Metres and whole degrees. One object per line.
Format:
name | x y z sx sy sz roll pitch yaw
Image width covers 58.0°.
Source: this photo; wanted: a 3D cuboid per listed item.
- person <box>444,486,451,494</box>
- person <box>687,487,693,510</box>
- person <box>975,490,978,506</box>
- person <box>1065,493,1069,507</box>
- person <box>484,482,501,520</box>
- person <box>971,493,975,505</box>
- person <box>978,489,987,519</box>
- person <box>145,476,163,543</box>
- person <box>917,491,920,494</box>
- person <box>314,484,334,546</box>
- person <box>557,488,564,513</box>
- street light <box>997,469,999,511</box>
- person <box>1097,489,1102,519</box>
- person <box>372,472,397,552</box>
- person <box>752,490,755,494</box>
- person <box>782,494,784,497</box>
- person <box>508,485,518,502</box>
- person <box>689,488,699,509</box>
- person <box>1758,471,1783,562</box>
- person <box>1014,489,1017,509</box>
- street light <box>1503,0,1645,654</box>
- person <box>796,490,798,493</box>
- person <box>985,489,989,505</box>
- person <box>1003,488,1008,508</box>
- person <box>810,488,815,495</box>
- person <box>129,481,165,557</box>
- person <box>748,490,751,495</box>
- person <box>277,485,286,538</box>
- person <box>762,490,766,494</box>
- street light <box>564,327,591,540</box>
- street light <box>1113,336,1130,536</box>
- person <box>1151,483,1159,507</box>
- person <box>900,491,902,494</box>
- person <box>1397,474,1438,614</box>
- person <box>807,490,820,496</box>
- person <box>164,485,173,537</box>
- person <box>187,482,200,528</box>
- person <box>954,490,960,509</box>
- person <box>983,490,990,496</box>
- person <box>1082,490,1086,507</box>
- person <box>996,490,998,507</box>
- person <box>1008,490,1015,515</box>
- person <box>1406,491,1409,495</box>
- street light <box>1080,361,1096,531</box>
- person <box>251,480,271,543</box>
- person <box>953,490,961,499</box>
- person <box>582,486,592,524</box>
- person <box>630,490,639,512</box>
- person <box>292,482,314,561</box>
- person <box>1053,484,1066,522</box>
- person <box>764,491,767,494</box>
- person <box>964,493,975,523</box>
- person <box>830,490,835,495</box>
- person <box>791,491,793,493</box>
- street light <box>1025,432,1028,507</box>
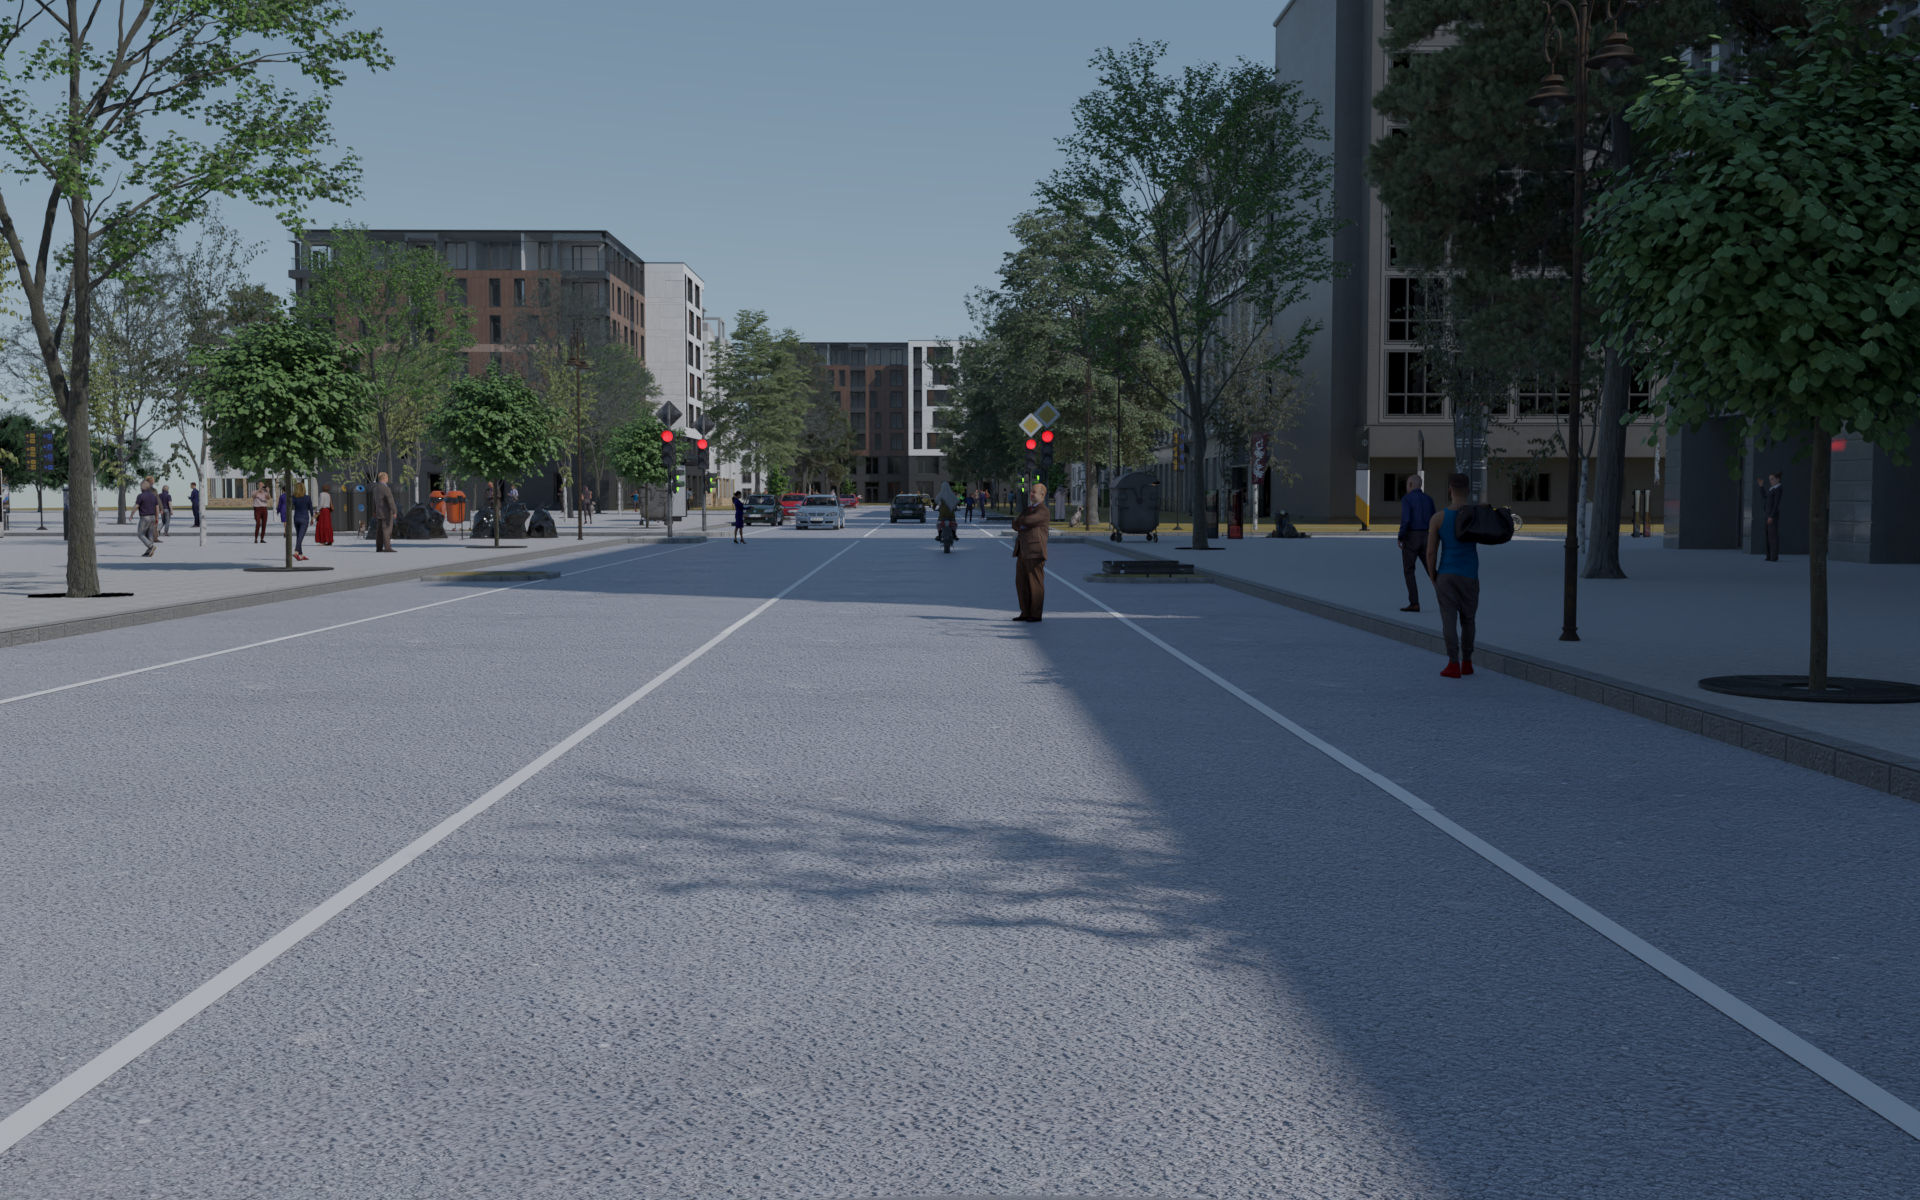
person | -28.636 -5.563 97.441 0.568 1.767 0.683 2 4 31
person | -21.664 -8.030 137.315 1.348 1.826 0.705 2 4 31
person | 1.898 -11.040 187.081 0.617 1.759 0.750 -3 5 -41
person | 10.526 -10.427 176.654 1.348 1.807 0.705 -2 4 -25
person | -16.590 -3.354 61.564 0.565 1.739 0.600 -2 4 -29
person | 1.475 -11.952 204.714 1.065 1.426 0.557 2 4 31
person | 1.240 -5.587 100.556 0.504 1.737 0.576 1 4 15
person | -21.320 -2.392 45.703 0.990 1.755 0.434 2 4 35
person | -4.700 -11.468 196.094 1.348 1.812 0.705 -2 4 -32
person | -15.728 -2.100 42.849 0.387 1.526 0.523 1 4 16
person | -27.591 -6.924 119.936 0.565 1.739 0.600 2 4 27
street light | 2.943 -9.813 133.222 0.468 5.910 1.993 0 4 -1
person | 6.777 -4.960 87.008 0.709 1.838 0.599 0 4 -4
person | -12.651 -1.930 38.147 0.434 1.755 0.990 -3 5 -43
person | -24.835 -12.468 209.828 1.348 1.831 0.705 0 4 -7
person | -18.521 -10.690 180.836 1.348 1.823 0.705 -1 4 -18
person | -28.766 -6.441 111.215 0.709 1.838 0.599 2 4 27
person | -22.614 -8.520 145.346 1.348 1.824 0.705 -1 4 -12
person | 15.424 -1.607 33.116 0.445 1.727 0.742 -1 4 -21
person | 4.768 -8.521 145.907 0.434 1.755 0.990 2 4 35
street light | 5.340 -2.581 14.994 0.468 5.910 1.993 0 4 -1
person | -17.994 -11.310 191.777 1.217 1.723 0.721 -1 4 -18
person | 3.059 -11.931 201.054 0.705 1.831 1.348 -1 4 -15
person | 4.239 -9.531 161.873 0.705 1.824 1.348 -1 4 -22
person | -13.426 -9.229 156.894 0.705 1.831 1.348 -2 4 -29
person | -16.626 -1.656 35.323 0.569 1.553 0.471 -2 4 -31
person | -21.540 -10.487 178.223 0.721 1.735 1.217 1 4 10
person | -19.810 -2.584 50.663 0.546 1.535 0.453 1 4 23
person | -18.811 -9.867 167.468 1.348 1.812 0.705 -1 4 -11
street light | -10.607 -4.612 48.202 0.468 5.910 1.993 0 4 -1
street light | 4.646 -4.767 50.726 0.468 5.910 1.993 0 4 -1
person | 7.696 -3.845 69.588 0.600 1.739 0.565 1 4 17
person | -6.741 -11.711 199.931 0.705 1.831 1.348 1 4 13
person | 5.026 -0.623 18.926 0.574 1.496 0.600 0 4 0
person | -16.338 -11.254 190.759 1.217 1.735 0.721 0 4 5
person | -23.756 -2.651 51.589 0.471 1.553 0.569 -3 5 -40
person | -29.379 -3.648 66.398 0.504 1.737 0.576 -1 4 -8
person | -0.451 -9.298 160.526 1.348 1.823 0.705 -3 5 -40
person | 2.943 -12.053 203.110 1.348 1.824 0.705 -1 4 -17
person | 12.623 -10.321 175.458 0.551 1.740 0.621 -2 4 -25
person | 3.469 -9.730 165.677 0.434 1.755 0.990 1 4 10
person | 3.150 -5.983 106.074 0.429 1.552 0.499 -1 4 -12
person | 16.889 -3.552 64.575 0.683 1.767 0.568 1 4 20
street light | 4.455 -5.353 60.317 0.468 5.910 1.993 0 4 -1
person | -18.196 -2.302 45.135 0.517 1.644 0.566 0 4 -2
person | -0.541 -8.927 154.469 1.348 1.822 0.705 1 4 11
person | -15.919 -4.056 73.824 0.415 1.643 0.593 1 4 12
person | -23.060 -7.030 122.849 0.647 1.594 0.662 -3 5 -40
person | -12.704 -1.515 33.361 0.480 1.512 0.613 -1 4 -19
person | 4.655 -4.504 80.347 0.551 1.740 0.621 -3 5 -40
person | -12.506 -6.238 110.721 0.574 1.496 0.600 1 4 18
person | 0.392 -4.581 86.088 0.574 1.496 0.600 2 4 31
person | -13.111 -10.512 178.579 0.551 1.740 0.621 0 4 5
person | -18.557 -11.255 190.790 1.217 1.735 0.721 0 4 2
street light | 3.746 -7.575 96.637 0.468 5.910 1.993 0 4 -1
